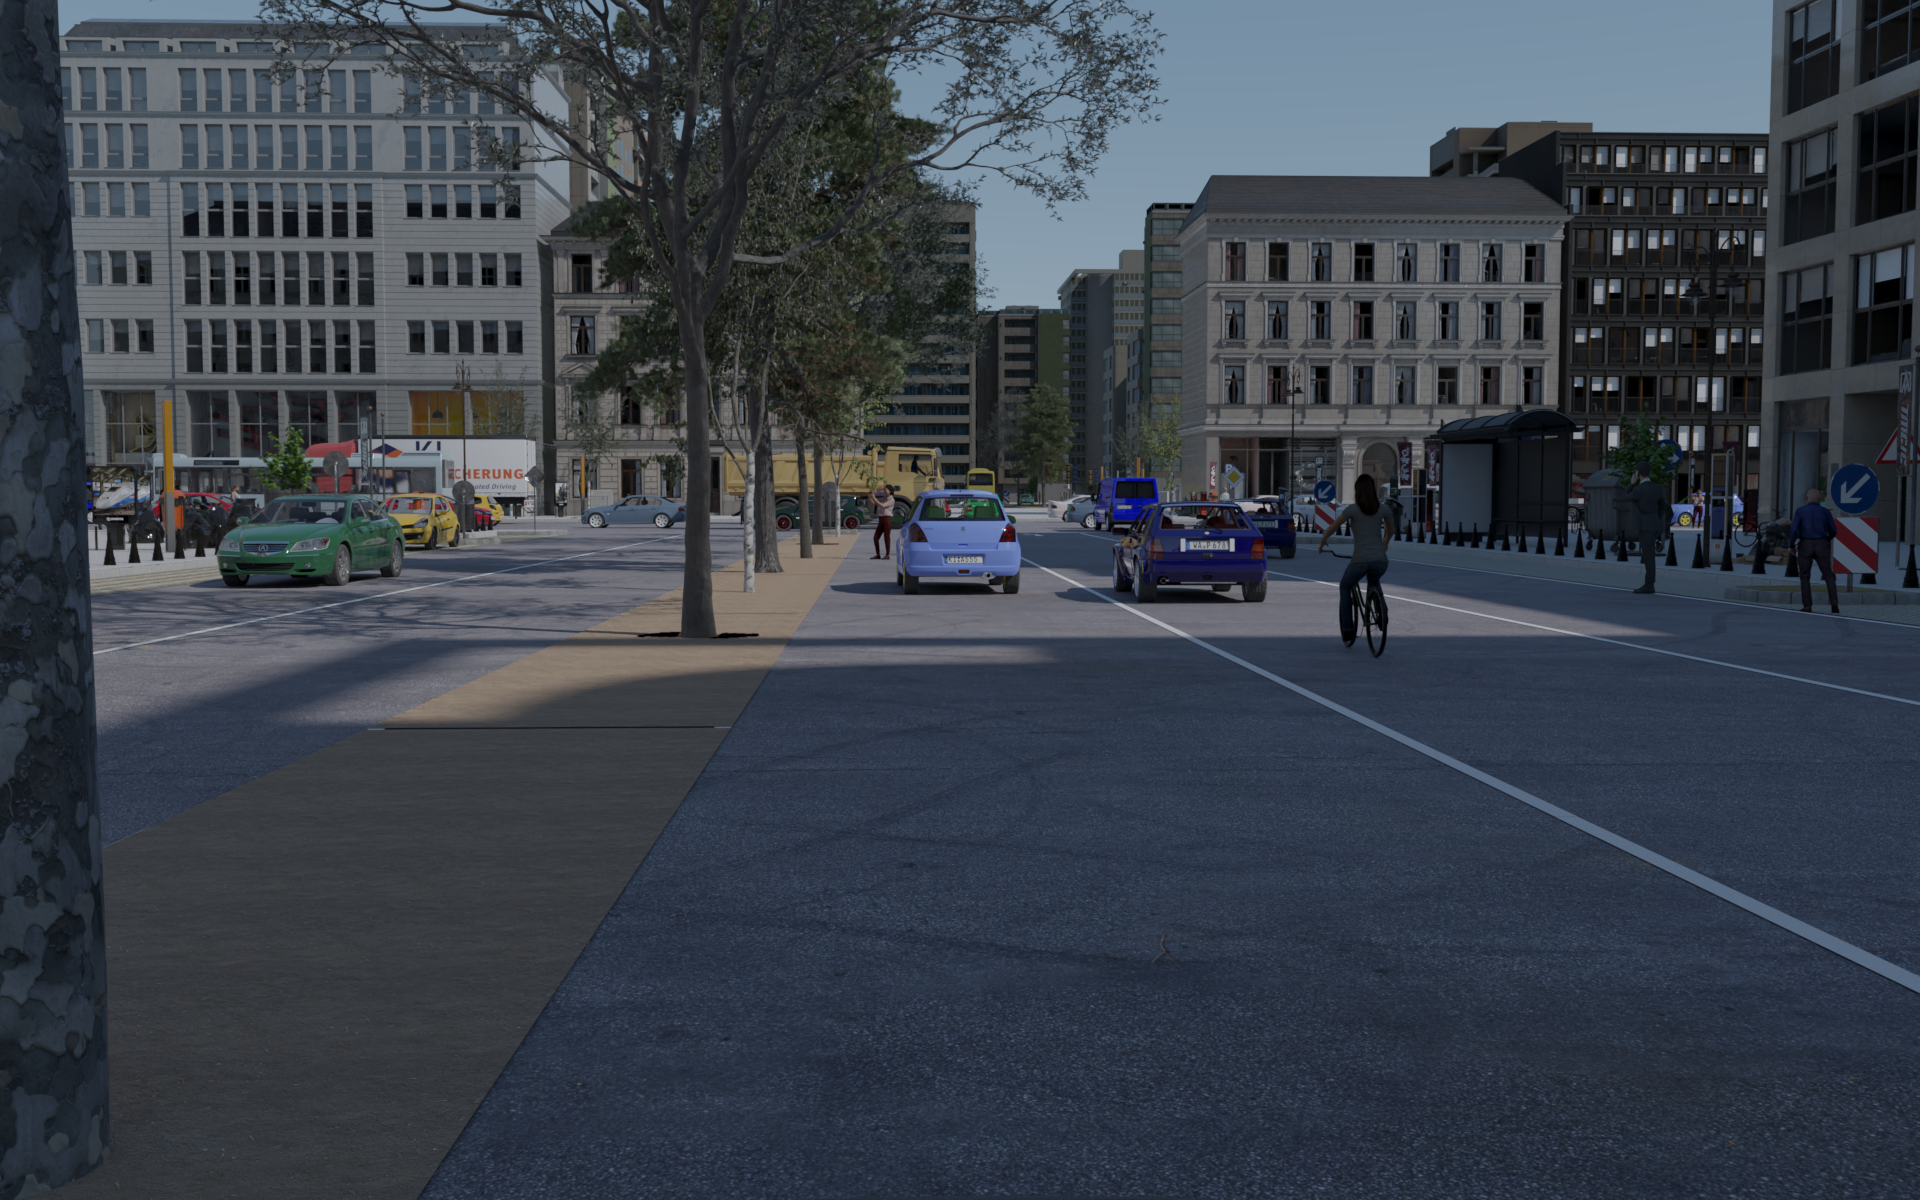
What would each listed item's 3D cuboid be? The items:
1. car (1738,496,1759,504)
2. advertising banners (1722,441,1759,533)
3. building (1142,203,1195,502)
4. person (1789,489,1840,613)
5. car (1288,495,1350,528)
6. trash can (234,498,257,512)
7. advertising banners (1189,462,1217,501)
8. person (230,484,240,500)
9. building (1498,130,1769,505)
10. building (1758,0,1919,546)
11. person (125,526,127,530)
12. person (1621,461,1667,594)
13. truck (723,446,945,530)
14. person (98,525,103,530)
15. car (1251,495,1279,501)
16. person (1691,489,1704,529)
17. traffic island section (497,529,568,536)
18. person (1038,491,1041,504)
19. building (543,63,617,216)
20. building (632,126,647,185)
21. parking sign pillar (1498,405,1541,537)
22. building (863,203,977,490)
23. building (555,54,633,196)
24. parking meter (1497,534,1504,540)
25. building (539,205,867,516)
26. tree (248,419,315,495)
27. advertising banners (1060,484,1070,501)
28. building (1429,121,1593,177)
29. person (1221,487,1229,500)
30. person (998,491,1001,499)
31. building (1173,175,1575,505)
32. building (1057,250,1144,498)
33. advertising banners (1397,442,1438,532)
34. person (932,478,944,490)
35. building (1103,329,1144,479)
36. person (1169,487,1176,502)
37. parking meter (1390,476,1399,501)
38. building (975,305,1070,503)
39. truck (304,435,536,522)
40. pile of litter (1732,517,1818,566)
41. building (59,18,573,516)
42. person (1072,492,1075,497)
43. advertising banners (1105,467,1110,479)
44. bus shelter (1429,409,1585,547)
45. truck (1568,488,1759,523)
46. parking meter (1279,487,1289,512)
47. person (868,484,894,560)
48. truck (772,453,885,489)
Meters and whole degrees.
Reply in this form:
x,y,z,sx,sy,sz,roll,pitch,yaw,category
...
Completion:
x,y,z,sx,sy,sz,roll,pitch,yaw,category
36.348,-4.129,80.082,3.894,1.354,1.945,0,4,-3,car
26.379,-3.761,57.681,2.074,3.025,0.090,0,4,1,advertising banners
25.167,-24.601,173.926,14.160,30.474,14.107,0,4,-2,building
10.387,-0.596,20.942,0.574,1.496,0.600,3,5,40,person
15.498,-3.813,74.341,4.499,1.417,2.014,0,4,-1,car
-24.520,-2.925,59.475,0.748,1.137,0.748,0,3,0,trash can
13.235,-5.996,94.220,2.074,3.025,0.090,-3,4,-37,advertising banners
-27.908,-3.549,66.612,0.778,1.811,0.616,0,4,-5,person
43.966,-17.149,110.063,15.834,23.373,12.332,0,4,-2,building
33.867,-14.023,33.785,19.350,26.468,34.151,0,4,-2,building
-31.090,-3.366,64.200,0.551,1.740,0.621,-1,4,-20,person
9.848,-1.047,24.987,0.648,1.900,0.474,-3,5,-44,person
-4.672,-4.595,71.056,9.791,3.379,3.469,0,4,-1,truck
-32.350,-3.518,65.378,0.474,1.900,0.648,0,4,0,person
15.139,-4.335,83.239,4.827,1.381,2.083,0,4,-2,car
29.733,-3.659,69.789,0.566,1.644,0.517,-2,4,-24,person
-14.973,-2.364,60.939,2.009,0.180,2.903,0,4,-2,traffic island section
10.892,-14.028,237.876,0.705,1.821,1.348,0,4,6,person
-39.890,-29.184,160.750,14.154,41.232,14.086,0,4,-2,building
-48.366,-33.132,196.336,28.867,44.769,22.147,0,4,-2,building
17.330,-3.931,52.752,1.447,3.967,1.447,3,4,37,parking sign pillar
-8.596,-39.580,270.838,21.600,48.544,21.300,0,4,-2,building
-40.875,-32.086,174.713,14.600,45.320,14.200,0,4,-2,building
14.950,-2.424,48.050,0.372,1.533,0.369,0,3,0,parking meter
-14.989,-14.789,106.425,19.286,19.102,10.561,0,4,-2,building
-17.402,-3.092,45.161,1.663,3.219,1.824,0,3,0,tree
9.030,-9.310,148.401,0.090,3.025,2.074,2,4,27,advertising banners
64.300,-33.904,204.441,14.200,45.320,14.600,0,4,-2,building
13.143,-4.718,85.991,0.694,1.780,0.624,-2,4,-25,person
4.364,-11.454,195.756,0.705,1.826,1.348,1,4,23,person
15.677,-15.634,106.523,40.483,20.767,10.553,0,4,-2,building
28.610,-35.864,278.260,23.993,40.220,32.217,0,4,-2,building
15.635,-3.779,57.977,2.074,3.025,0.090,0,4,2,advertising banners
-0.541,-1.947,40.519,0.728,1.800,0.709,0,4,1,person
31.807,-21.487,196.344,27.650,21.520,28.899,0,4,-2,building
10.879,-4.892,88.612,0.853,1.813,0.709,-1,4,-15,person
14.212,-3.121,56.738,0.255,1.863,0.399,1,4,18,parking meter
9.457,-30.401,268.753,14.107,30.474,14.160,0,4,-2,building
-26.169,-5.748,82.893,11.283,4.237,2.839,0,4,-4,truck
14.839,-1.082,31.650,1.176,0.858,1.719,-1,4,-16,pile of litter
-39.520,-20.046,105.249,29.804,29.767,11.434,0,4,-2,building
16.375,-14.720,249.257,0.705,1.814,1.350,2,4,26,person
10.042,-7.170,113.416,0.090,3.025,2.074,3,4,36,advertising banners
13.729,-3.057,43.907,2.014,3.302,5.546,0,4,-2,bus shelter
38.335,-5.872,85.759,18.799,4.110,2.967,0,4,-1,truck
11.752,-3.332,62.889,0.372,1.533,0.369,0,3,0,parking meter
-1.716,-1.701,37.766,0.566,1.644,0.517,0,4,5,person
-5.963,-5.352,83.427,9.791,3.379,3.469,0,4,-2,truck
